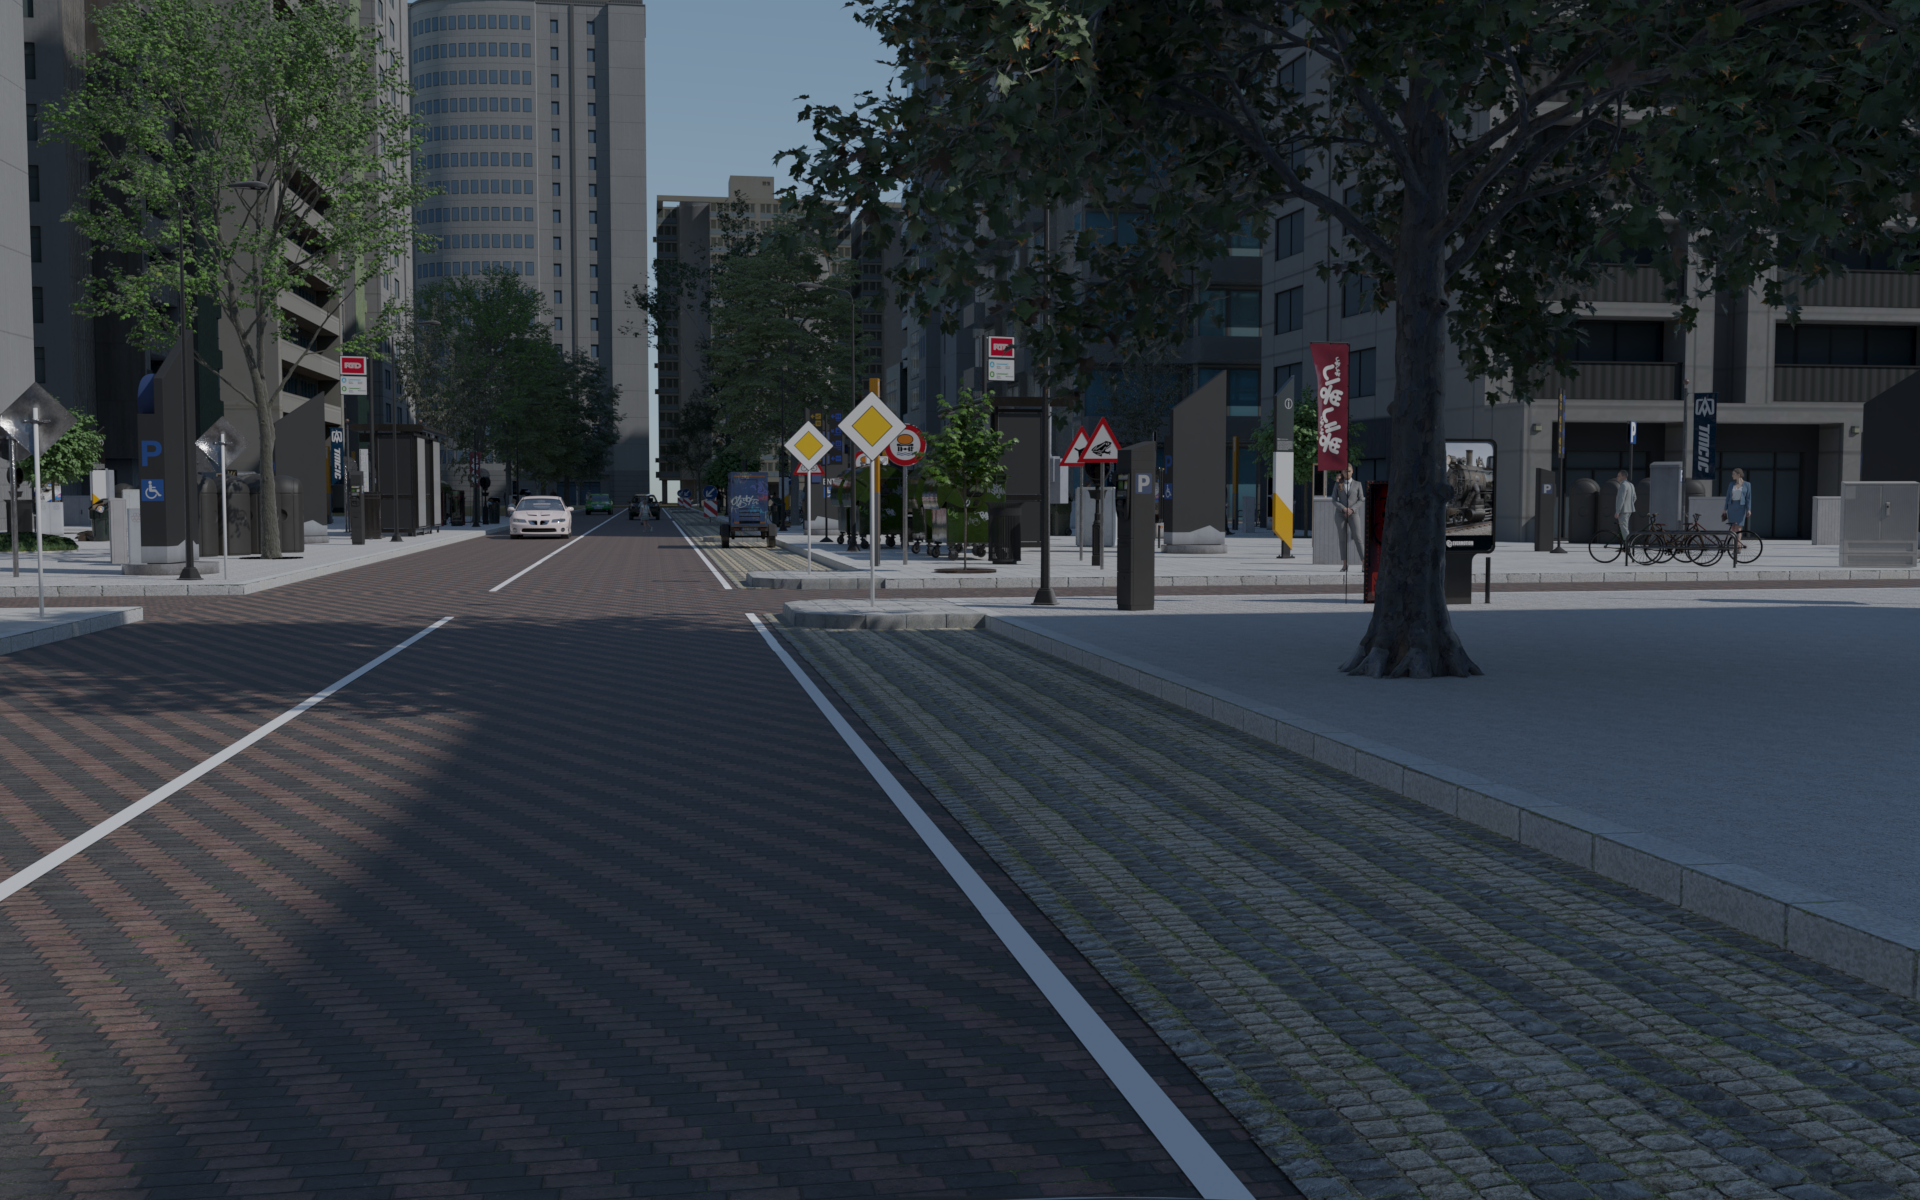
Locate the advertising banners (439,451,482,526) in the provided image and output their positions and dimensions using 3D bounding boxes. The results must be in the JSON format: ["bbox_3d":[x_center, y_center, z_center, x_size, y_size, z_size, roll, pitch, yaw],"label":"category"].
[{"bbox_3d":[-20.631,-4.585,71.148,2.074,3.025,0.090,0,4,4],"label":"advertising banners"}]

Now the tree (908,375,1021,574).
[{"bbox_3d":[0.054,-2.069,28.422,1.663,3.219,1.824,0,3,0],"label":"tree"}]

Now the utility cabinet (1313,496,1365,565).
[{"bbox_3d":[6.926,-1.239,31.421,1.020,1.237,0.306,1,4,13],"label":"utility cabinet"}]

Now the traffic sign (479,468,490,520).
[{"bbox_3d":[-23.580,-5.221,85.463,0.768,2.556,0.104,0,4,-7],"label":"traffic sign"}]

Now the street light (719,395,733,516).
[{"bbox_3d":[-10.532,-6.631,80.962,1.470,5.913,1.316,-1,4,-10],"label":"street light"}]

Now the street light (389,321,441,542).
[{"bbox_3d":[-14.608,-4.521,46.459,1.470,5.913,1.316,-1,4,-10],"label":"street light"}]

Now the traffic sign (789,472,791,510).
[{"bbox_3d":[-9.729,-6.025,98.621,0.768,2.556,0.104,0,4,-7],"label":"traffic sign"}]

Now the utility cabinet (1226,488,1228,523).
[{"bbox_3d":[9.614,-3.389,64.090,0.318,1.500,1.173,0,4,-6],"label":"utility cabinet"}]

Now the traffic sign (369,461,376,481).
[{"bbox_3d":[-22.505,-4.034,65.953,0.884,2.594,0.081,0,4,-4],"label":"traffic sign"}]

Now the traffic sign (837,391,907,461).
[{"bbox_3d":[-0.972,-1.065,19.604,0.795,2.593,0.064,-1,4,-10],"label":"traffic sign"}]

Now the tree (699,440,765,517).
[{"bbox_3d":[-12.574,-6.951,97.367,4.285,4.588,4.351,0,3,0],"label":"tree"}]

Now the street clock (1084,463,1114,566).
[{"bbox_3d":[2.452,-1.610,30.898,0.471,2.002,0.358,1,4,10],"label":"street clock"}]

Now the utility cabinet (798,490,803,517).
[{"bbox_3d":[-8.323,-5.150,92.882,1.173,1.500,0.318,-1,4,-15],"label":"utility cabinet"}]

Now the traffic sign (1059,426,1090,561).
[{"bbox_3d":[2.327,-2.032,33.234,0.884,2.594,0.081,0,4,-5],"label":"traffic sign"}]

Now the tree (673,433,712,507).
[{"bbox_3d":[-26.279,-13.556,172.004,4.360,8.622,3.978,0,3,0],"label":"tree"}]

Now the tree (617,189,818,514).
[{"bbox_3d":[-15.273,-15.559,110.278,12.611,20.169,13.585,0,3,0],"label":"tree"}]

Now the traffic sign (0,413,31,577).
[{"bbox_3d":[-14.566,-1.624,26.651,0.768,2.556,0.104,0,4,-4],"label":"traffic sign"}]

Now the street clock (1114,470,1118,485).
[{"bbox_3d":[4.846,-2.944,52.699,0.471,2.002,0.358,-3,5,-41],"label":"street clock"}]

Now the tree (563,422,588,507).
[{"bbox_3d":[-37.153,-13.259,167.147,4.360,8.622,3.978,0,3,0],"label":"tree"}]

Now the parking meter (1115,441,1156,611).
[{"bbox_3d":[1.933,-0.819,19.105,0.399,1.863,0.255,-2,4,-32],"label":"parking meter"}]

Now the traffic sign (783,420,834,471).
[{"bbox_3d":[-2.375,-1.546,27.466,0.795,2.593,0.064,-1,4,-10],"label":"traffic sign"}]

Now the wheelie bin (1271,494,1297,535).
[{"bbox_3d":[10.042,-2.806,53.788,0.693,1.594,0.980,2,4,23],"label":"wheelie bin"}]

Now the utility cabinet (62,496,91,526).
[{"bbox_3d":[-35.801,-3.613,70.227,1.020,1.237,0.306,-1,4,-16],"label":"utility cabinet"}]

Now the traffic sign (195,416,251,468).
[{"bbox_3d":[-11.037,-1.453,25.946,0.795,2.593,0.064,-1,4,-10],"label":"traffic sign"}]

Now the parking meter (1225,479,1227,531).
[{"bbox_3d":[8.763,-3.206,58.135,0.399,1.863,0.255,0,4,5],"label":"parking meter"}]

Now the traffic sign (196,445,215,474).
[{"bbox_3d":[-18.504,-2.568,41.984,0.884,2.594,0.081,0,4,-5],"label":"traffic sign"}]

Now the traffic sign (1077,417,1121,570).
[{"bbox_3d":[2.407,-1.792,29.311,0.884,2.594,0.081,0,4,-7],"label":"traffic sign"}]

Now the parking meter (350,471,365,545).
[{"bbox_3d":[-15.193,-2.323,43.688,0.255,1.863,0.399,0,4,-6],"label":"parking meter"}]

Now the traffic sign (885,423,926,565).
[{"bbox_3d":[-0.991,-1.909,31.322,0.768,2.556,0.104,0,4,-2],"label":"traffic sign"}]

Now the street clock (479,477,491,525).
[{"bbox_3d":[-19.892,-4.160,72.593,0.471,2.002,0.358,3,4,37],"label":"street clock"}]

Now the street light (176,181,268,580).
[{"bbox_3d":[-10.966,-3.256,25.781,1.470,5.913,1.316,-1,4,-10],"label":"street light"}]

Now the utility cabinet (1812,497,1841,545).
[{"bbox_3d":[21.957,-1.974,43.438,1.020,1.237,0.306,0,4,3],"label":"utility cabinet"}]

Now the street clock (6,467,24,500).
[{"bbox_3d":[-25.205,-2.549,46.253,0.358,2.002,0.471,0,4,-1],"label":"street clock"}]

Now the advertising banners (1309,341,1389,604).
[{"bbox_3d":[4.987,-1.472,20.262,2.074,3.025,0.090,-1,4,-18],"label":"advertising banners"}]

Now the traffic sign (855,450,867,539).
[{"bbox_3d":[-2.707,-3.027,49.599,0.768,2.556,0.104,0,4,-3],"label":"traffic sign"}]

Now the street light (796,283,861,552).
[{"bbox_3d":[-2.903,-4.020,38.269,1.470,5.913,1.316,-1,4,-10],"label":"street light"}]

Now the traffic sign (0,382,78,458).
[{"bbox_3d":[-9.634,-0.972,18.085,0.795,2.593,0.064,-1,4,-10],"label":"traffic sign"}]

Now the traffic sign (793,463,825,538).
[{"bbox_3d":[-4.171,-2.929,47.889,0.884,2.594,0.081,0,4,-8],"label":"traffic sign"}]

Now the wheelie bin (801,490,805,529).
[{"bbox_3d":[-5.125,-3.205,60.313,0.693,1.594,0.980,3,4,36],"label":"wheelie bin"}]

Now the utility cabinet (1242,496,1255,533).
[{"bbox_3d":[9.587,-2.833,57.478,0.306,1.237,1.020,0,4,2],"label":"utility cabinet"}]

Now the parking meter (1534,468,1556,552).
[{"bbox_3d":[13.039,-2.011,38.586,0.399,1.863,0.255,0,4,-3],"label":"parking meter"}]

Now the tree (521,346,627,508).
[{"bbox_3d":[-33.280,-14.687,146.783,9.857,13.997,8.962,0,3,0],"label":"tree"}]

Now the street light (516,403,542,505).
[{"bbox_3d":[-21.984,-7.072,88.170,1.470,5.913,1.316,-1,4,-10],"label":"street light"}]

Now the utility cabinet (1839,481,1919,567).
[{"bbox_3d":[16.027,-1.317,30.206,1.173,1.500,0.318,1,4,15],"label":"utility cabinet"}]

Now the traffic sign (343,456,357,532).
[{"bbox_3d":[-20.726,-3.568,58.439,0.768,2.556,0.104,0,4,-4],"label":"traffic sign"}]

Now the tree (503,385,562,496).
[{"bbox_3d":[-27.456,-9.862,111.612,4.737,8.622,4.395,0,3,0],"label":"tree"}]

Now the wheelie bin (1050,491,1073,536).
[{"bbox_3d":[3.034,-2.764,53.095,0.693,1.594,0.980,-2,4,-31],"label":"wheelie bin"}]

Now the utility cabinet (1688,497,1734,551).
[{"bbox_3d":[17.127,-1.726,39.381,0.306,1.237,1.020,-3,5,-44],"label":"utility cabinet"}]

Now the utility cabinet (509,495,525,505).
[{"bbox_3d":[-24.101,-5.084,94.281,0.306,1.237,1.020,2,4,25],"label":"utility cabinet"}]

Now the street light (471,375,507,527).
[{"bbox_3d":[-18.297,-5.796,67.312,1.470,5.913,1.316,-1,4,-10],"label":"street light"}]

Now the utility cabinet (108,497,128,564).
[{"bbox_3d":[-15.771,-1.303,32.459,0.306,1.237,1.020,-2,4,-27],"label":"utility cabinet"}]

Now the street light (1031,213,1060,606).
[{"bbox_3d":[0.455,-2.891,19.815,1.470,5.913,1.316,-1,4,-10],"label":"street light"}]

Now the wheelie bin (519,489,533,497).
[{"bbox_3d":[-24.740,-5.545,98.564,0.693,1.594,0.980,1,4,19],"label":"wheelie bin"}]

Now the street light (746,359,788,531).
[{"bbox_3d":[-6.656,-5.331,59.695,1.470,5.913,1.316,-1,4,-10],"label":"street light"}]
